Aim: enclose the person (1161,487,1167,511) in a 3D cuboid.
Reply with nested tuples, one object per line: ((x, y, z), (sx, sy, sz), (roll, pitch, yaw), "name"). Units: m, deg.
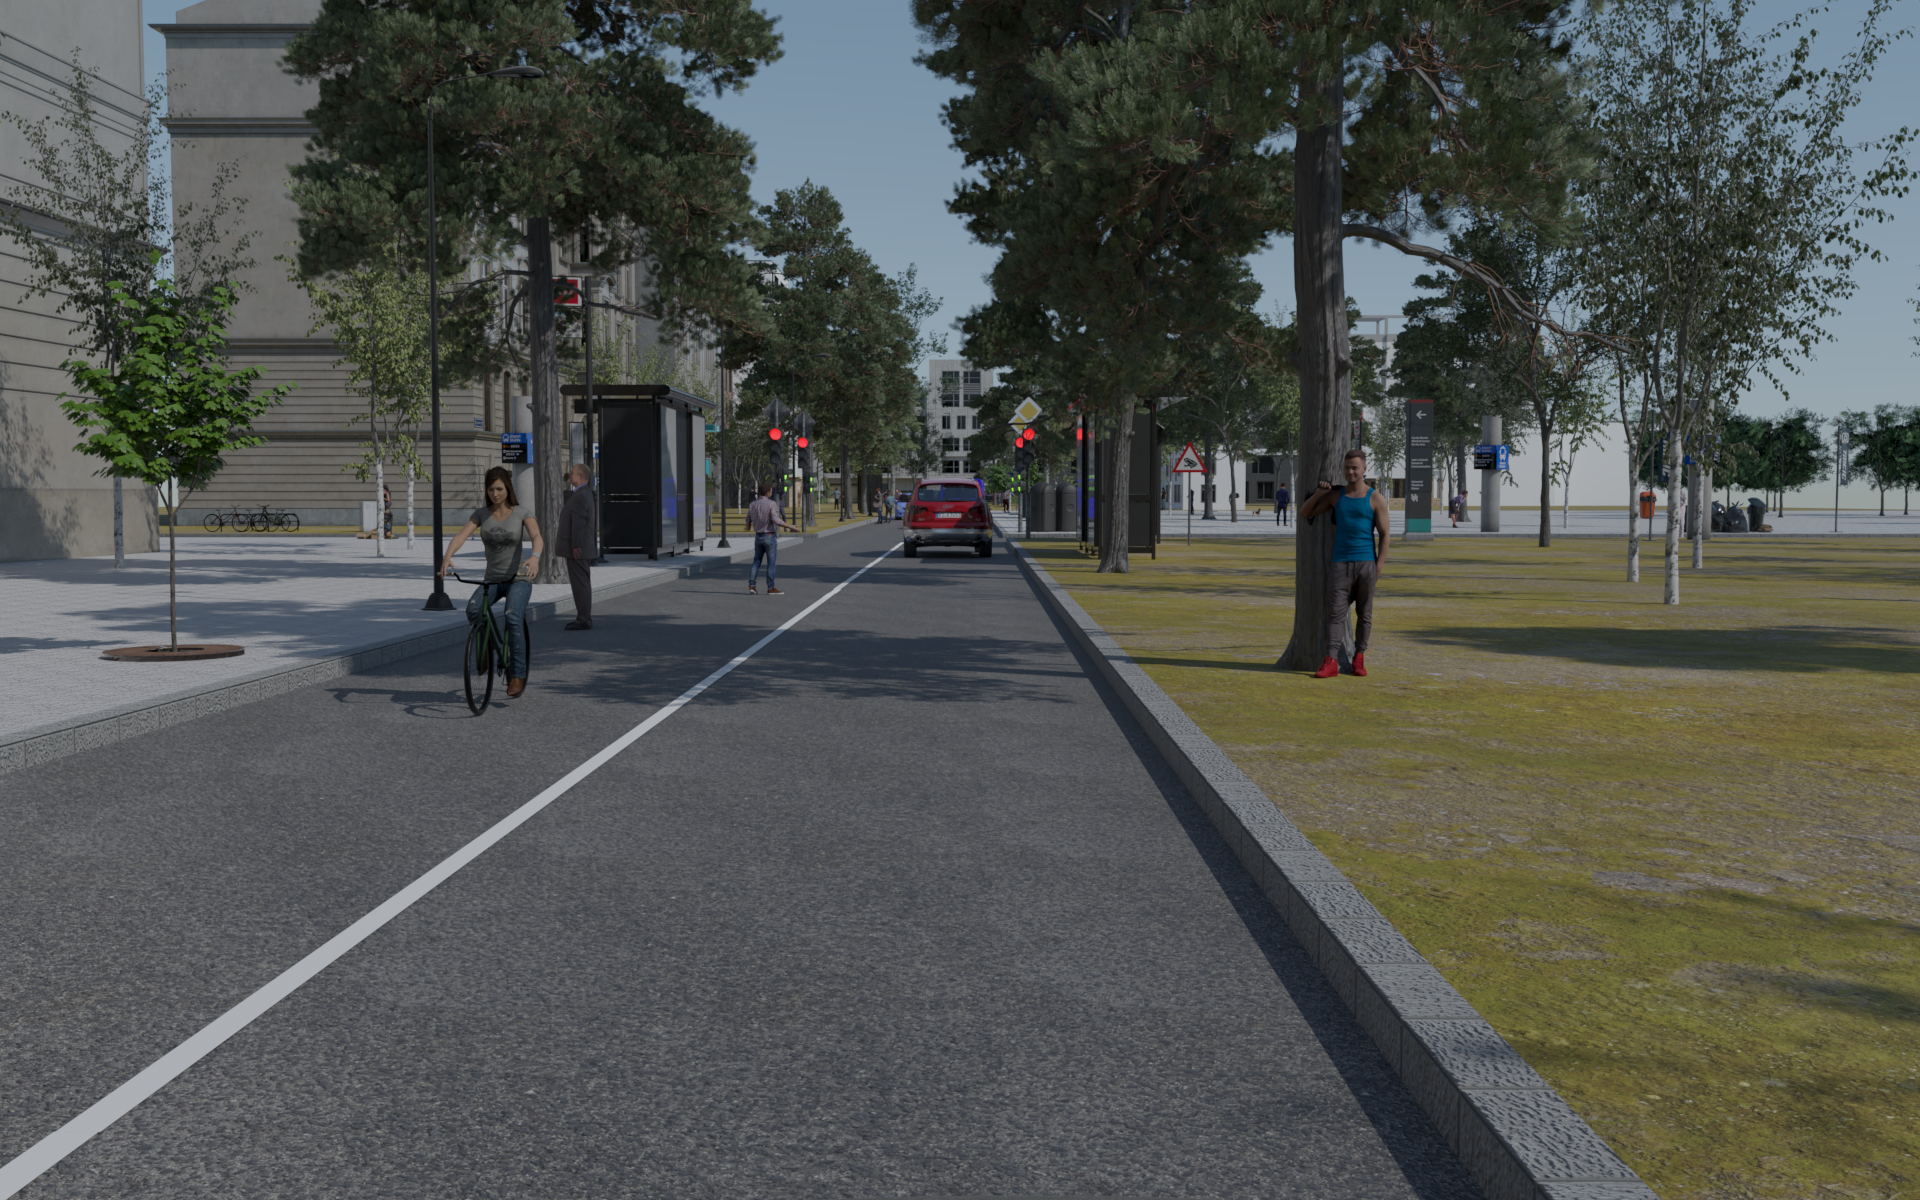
((15.808, -7.882, 134.931), (0.705, 1.822, 1.348), (3, 4, 38), "person")

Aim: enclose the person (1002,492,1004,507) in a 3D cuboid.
((4.345, -10.005, 169.715), (0.705, 1.812, 1.348), (-2, 4, -25), "person")

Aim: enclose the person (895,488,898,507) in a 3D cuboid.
((-6.156, -9.883, 167.592), (1.348, 1.831, 0.705), (-1, 4, -19), "person")

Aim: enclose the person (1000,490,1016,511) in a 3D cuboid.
((3.752, -7.873, 134.744), (1.348, 1.826, 0.705), (0, 4, 0), "person")

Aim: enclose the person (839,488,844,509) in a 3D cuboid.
((-9.817, -8.534, 145.538), (0.705, 1.831, 1.348), (-2, 4, -25), "person")

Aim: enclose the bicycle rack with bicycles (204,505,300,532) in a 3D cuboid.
((-23.780, -2.789, 58.985), (2.925, 0.926, 2.852), (1, 4, 12), "bicycle rack with bicycles")

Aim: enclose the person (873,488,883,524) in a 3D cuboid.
((-3.929, -4.487, 82.676), (0.431, 1.722, 0.655), (1, 4, 9), "person")

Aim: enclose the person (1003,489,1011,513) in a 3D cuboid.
((3.224, -6.839, 119.317), (0.566, 1.644, 0.517), (0, 4, 4), "person")

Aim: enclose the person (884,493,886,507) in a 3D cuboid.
((-7.623, -10.294, 177.608), (0.557, 1.426, 1.065), (-1, 4, -15), "person")

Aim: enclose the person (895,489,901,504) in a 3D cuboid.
((-5.924, -9.472, 161.436), (0.617, 1.759, 0.750), (2, 4, 27), "person")

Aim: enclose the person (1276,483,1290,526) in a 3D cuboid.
((12.926, -3.824, 69.269), (0.576, 1.737, 0.504), (1, 4, 23), "person")

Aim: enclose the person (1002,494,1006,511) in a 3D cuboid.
((3.250, -7.307, 127.580), (0.319, 1.574, 0.516), (1, 4, 21), "person")

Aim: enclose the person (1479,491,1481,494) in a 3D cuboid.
((19.734, -3.508, 64.863), (0.593, 1.643, 0.415), (1, 4, 11), "person")

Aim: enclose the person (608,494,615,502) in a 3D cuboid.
((-15.087, -4.071, 74.808), (0.429, 1.552, 0.499), (0, 4, 0), "person")

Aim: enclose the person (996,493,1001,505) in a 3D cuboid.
((4.216, -11.573, 195.137), (0.599, 1.838, 0.709), (-3, 4, -37), "person")

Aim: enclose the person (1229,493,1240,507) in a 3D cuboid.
((15.783, -5.608, 99.610), (0.647, 1.594, 0.662), (1, 4, 17), "person")

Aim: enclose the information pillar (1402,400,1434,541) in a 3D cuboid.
((12.652, -3.571, 47.767), (0.750, 3.857, 0.750), (0, 4, 5), "information pillar")

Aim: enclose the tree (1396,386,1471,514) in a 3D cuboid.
((30.324, -9.711, 109.135), (4.737, 8.622, 4.395), (0, 3, 0), "tree")

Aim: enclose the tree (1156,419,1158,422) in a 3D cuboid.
((12.238, -9.297, 102.368), (4.737, 8.622, 4.395), (0, 3, 0), "tree")

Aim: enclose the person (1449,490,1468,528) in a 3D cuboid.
((18.827, -3.435, 65.433), (0.697, 1.427, 0.421), (1, 4, 17), "person")

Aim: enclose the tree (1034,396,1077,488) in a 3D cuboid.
((6.631, -10.254, 118.023), (4.737, 8.622, 4.395), (0, 3, 0), "tree")

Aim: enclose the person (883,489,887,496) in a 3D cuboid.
((-8.689, -12.148, 204.653), (1.348, 1.826, 0.705), (-1, 4, -18), "person")

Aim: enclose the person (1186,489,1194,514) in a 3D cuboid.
((14.565, -6.310, 109.664), (0.568, 1.767, 0.683), (-2, 4, -30), "person")

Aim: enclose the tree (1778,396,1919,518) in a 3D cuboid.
((55.795, -8.329, 99.080), (11.467, 7.101, 20.602), (0, 4, -2), "tree")

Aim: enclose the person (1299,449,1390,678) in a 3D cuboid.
((2.706, -0.266, 12.257), (0.647, 1.594, 0.662), (1, 4, 18), "person")

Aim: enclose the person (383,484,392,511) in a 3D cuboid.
((-21.154, -3.441, 63.778), (0.593, 1.643, 0.415), (3, 4, 38), "person")

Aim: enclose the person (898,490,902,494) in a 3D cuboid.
((-6.241, -10.521, 178.729), (0.621, 1.740, 0.551), (3, 5, 43), "person")

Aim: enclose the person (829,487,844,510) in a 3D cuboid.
((-10.230, -8.420, 143.689), (1.348, 1.826, 0.705), (1, 4, 11), "person")

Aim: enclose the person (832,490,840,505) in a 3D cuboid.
((-14.683, -12.177, 205.143), (1.348, 1.823, 0.705), (2, 4, 34), "person")

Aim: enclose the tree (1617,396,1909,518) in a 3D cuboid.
((42.388, -8.183, 96.705), (11.467, 7.101, 20.602), (0, 4, 7), "tree")

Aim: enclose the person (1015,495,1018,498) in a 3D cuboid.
((4.997, -8.303, 142.516), (1.217, 1.735, 0.721), (-3, 5, -43), "person")

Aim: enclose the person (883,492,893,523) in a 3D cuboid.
((-3.507, -4.547, 85.054), (0.499, 1.552, 0.429), (-1, 4, -15), "person")

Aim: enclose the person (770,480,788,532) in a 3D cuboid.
((-6.158, -3.190, 58.652), (0.683, 1.767, 0.568), (1, 4, 11), "person")

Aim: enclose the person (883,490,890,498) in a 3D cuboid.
((-6.629, -9.254, 158.168), (0.721, 1.723, 1.217), (-3, 5, -43), "person")

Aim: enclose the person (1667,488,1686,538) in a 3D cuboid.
((21.685, -2.646, 52.430), (0.551, 1.740, 0.621), (2, 4, 24), "person")

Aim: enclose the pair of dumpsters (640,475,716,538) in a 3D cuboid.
((-7.638, -2.696, 46.579), (1.574, 2.255, 4.436), (0, 4, 0), "pair of dumpsters")

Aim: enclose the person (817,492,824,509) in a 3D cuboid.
((-12.004, -8.567, 149.341), (0.697, 1.427, 0.421), (-2, 4, -31), "person")

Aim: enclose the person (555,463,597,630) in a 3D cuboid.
((-4.088, -0.573, 18.420), (0.434, 1.755, 0.990), (-1, 4, -9), "person")

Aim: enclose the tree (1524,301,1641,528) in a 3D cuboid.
((22.850, -6.984, 64.550), (4.737, 8.622, 4.395), (0, 3, 0), "tree")

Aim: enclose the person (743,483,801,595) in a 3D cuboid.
((-2.757, -0.868, 24.657), (0.963, 1.587, 0.435), (2, 4, 23), "person")

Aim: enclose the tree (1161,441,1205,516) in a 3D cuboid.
((13.678, -8.896, 95.806), (4.737, 8.622, 4.395), (0, 3, 0), "tree")

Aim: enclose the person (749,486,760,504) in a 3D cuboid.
((-11.281, -5.410, 95.296), (0.742, 1.727, 0.445), (-3, 5, -42), "person")
